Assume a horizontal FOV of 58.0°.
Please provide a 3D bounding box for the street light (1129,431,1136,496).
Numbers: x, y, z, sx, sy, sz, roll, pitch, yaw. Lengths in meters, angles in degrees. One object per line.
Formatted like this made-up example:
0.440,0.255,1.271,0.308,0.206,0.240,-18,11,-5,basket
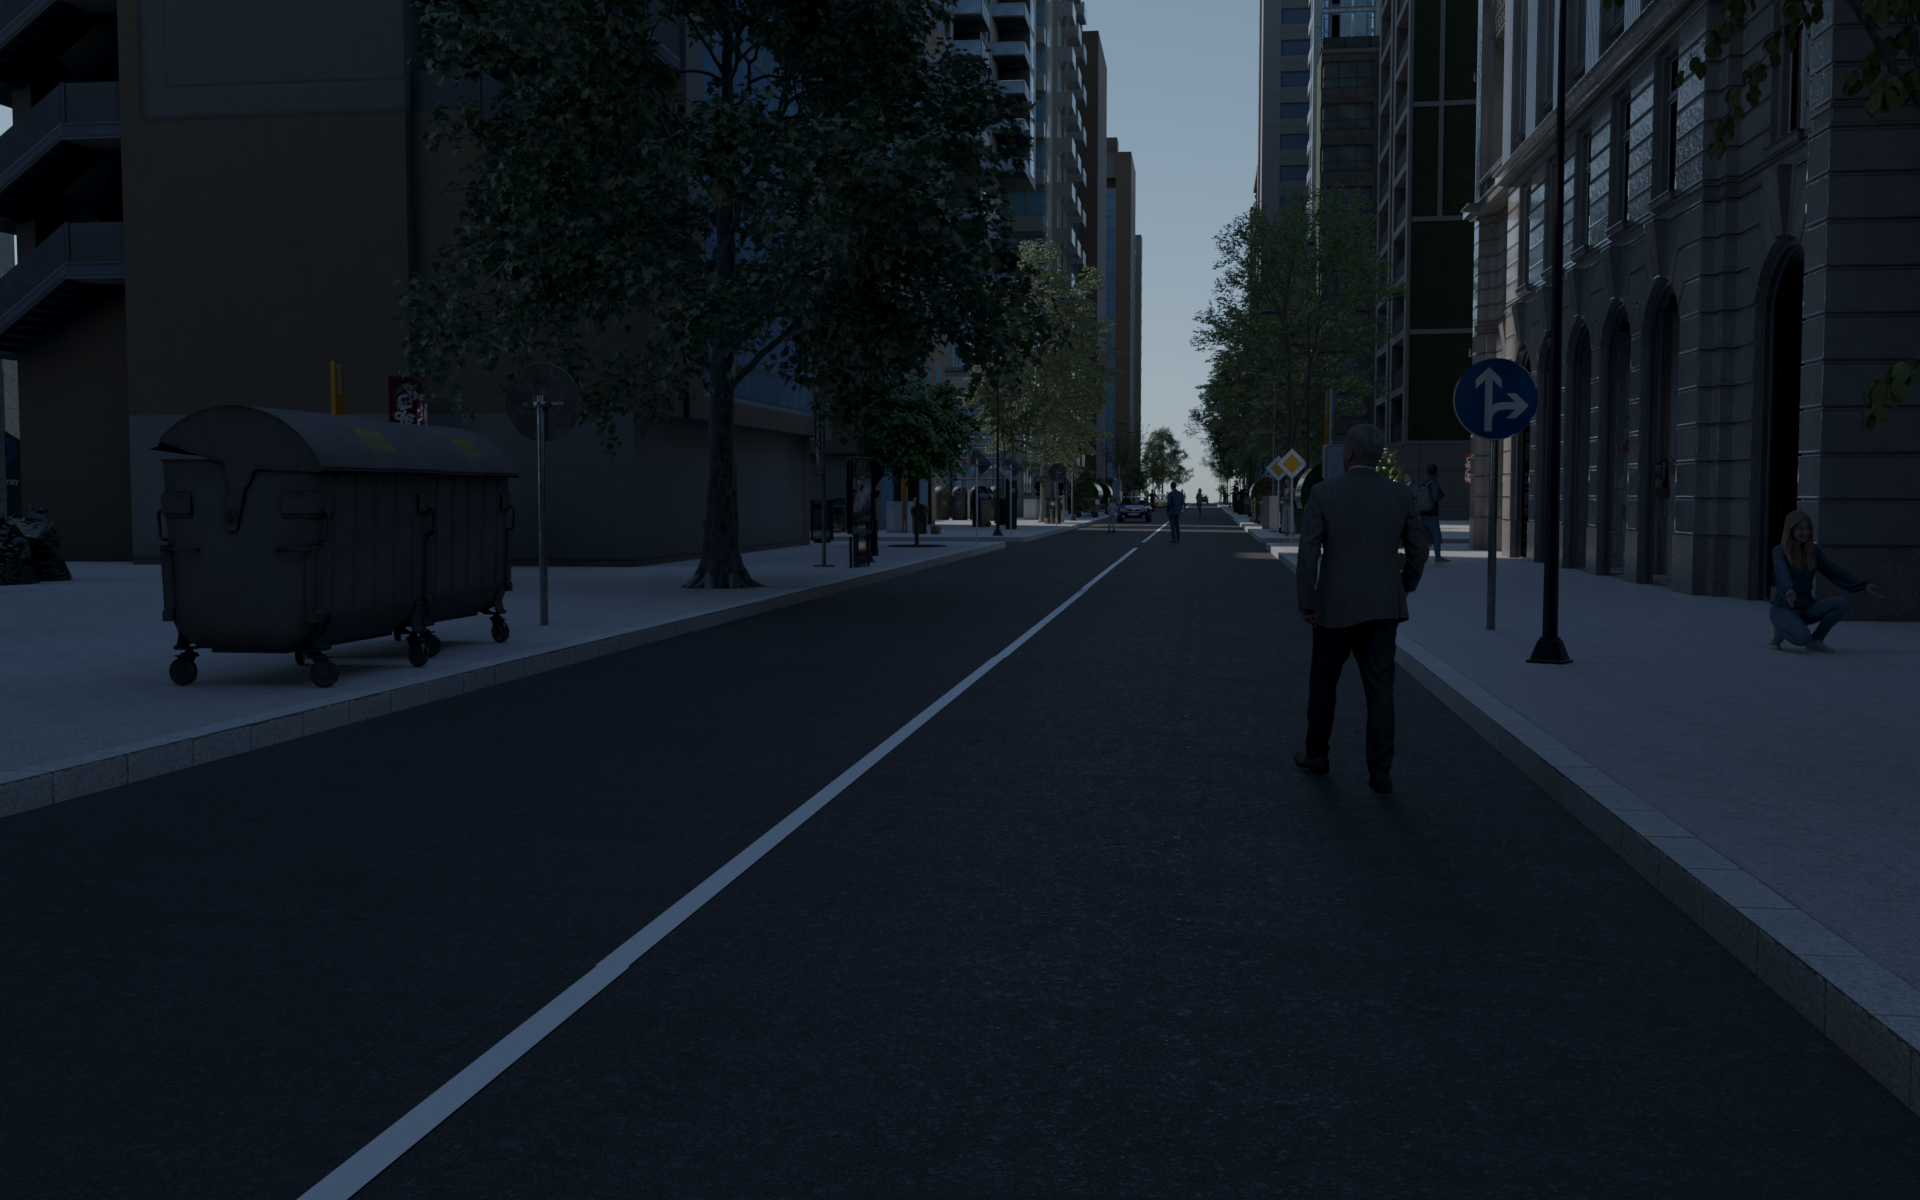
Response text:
12.258,-9.547,128.640,1.470,5.913,1.316,0,4,8,street light

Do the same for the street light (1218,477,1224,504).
22.001,-10.330,141.432,1.470,5.913,1.316,0,4,8,street light

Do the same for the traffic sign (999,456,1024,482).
1.539,-3.108,53.012,0.795,2.593,0.064,0,4,8,traffic sign

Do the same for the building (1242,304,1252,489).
48.216,-29.110,247.651,14.160,30.474,14.107,0,4,8,building

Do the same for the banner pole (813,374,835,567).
-2.446,-2.464,30.311,0.401,3.779,0.863,1,4,10,banner pole

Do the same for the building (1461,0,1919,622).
16.047,-11.353,27.425,13.314,21.916,24.055,0,4,8,building

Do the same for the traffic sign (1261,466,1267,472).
14.091,-4.835,79.157,0.768,2.556,0.104,1,4,13,traffic sign

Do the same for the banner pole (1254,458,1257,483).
20.244,-7.873,118.741,0.401,3.779,0.863,0,4,-1,banner pole

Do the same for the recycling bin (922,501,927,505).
-1.586,-2.908,60.099,0.722,1.027,0.722,1,4,14,recycling bin

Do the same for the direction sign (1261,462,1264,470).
21.161,-7.899,121.139,0.379,3.537,0.876,0,4,0,direction sign

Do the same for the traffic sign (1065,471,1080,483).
5.600,-5.327,86.836,0.795,2.593,0.064,1,4,11,traffic sign

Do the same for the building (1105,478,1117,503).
0.800,-30.264,186.704,32.217,40.220,23.993,0,4,8,building

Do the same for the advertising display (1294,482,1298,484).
18.654,-5.521,95.480,0.974,1.923,0.123,0,4,-3,advertising display

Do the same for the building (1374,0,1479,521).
30.137,-39.603,85.757,20.563,71.187,20.611,0,4,8,building

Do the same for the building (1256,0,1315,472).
41.757,-39.116,181.537,21.231,58.520,28.212,0,4,8,building

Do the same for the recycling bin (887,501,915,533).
-2.010,-2.775,57.922,0.722,1.027,0.722,1,4,16,recycling bin

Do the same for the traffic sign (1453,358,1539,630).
5.024,-0.991,16.311,0.768,2.556,0.104,1,4,12,traffic sign

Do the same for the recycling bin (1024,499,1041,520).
3.643,-4.514,86.351,0.722,1.027,0.722,2,4,30,recycling bin

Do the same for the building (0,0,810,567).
-11.343,-23.660,36.948,14.200,45.320,14.600,0,4,8,building

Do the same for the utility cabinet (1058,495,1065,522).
4.605,-4.143,78.899,0.306,1.237,1.020,0,4,5,utility cabinet

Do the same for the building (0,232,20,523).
-56.609,-46.384,71.051,31.000,86.520,22.319,0,4,8,building

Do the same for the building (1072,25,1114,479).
6.727,-31.582,166.470,14.600,45.320,14.200,0,4,8,building

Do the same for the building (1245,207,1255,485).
50.374,-37.373,261.161,14.600,45.320,14.200,0,4,8,building

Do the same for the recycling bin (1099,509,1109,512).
10.246,-6.820,124.063,0.722,1.027,0.722,3,4,39,recycling bin

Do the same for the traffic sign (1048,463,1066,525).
3.969,-4.341,71.084,0.768,2.556,0.104,1,4,16,traffic sign

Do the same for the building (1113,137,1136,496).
15.204,-34.977,221.990,14.600,45.320,14.200,0,4,8,building

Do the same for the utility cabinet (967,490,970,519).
0.756,-4.902,88.834,1.173,1.500,0.318,3,5,42,utility cabinet

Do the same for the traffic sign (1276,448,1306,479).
8.440,-2.555,43.961,0.795,2.593,0.064,0,4,8,traffic sign

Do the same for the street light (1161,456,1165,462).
24.032,-14.588,211.055,1.470,5.913,1.316,0,4,8,street light

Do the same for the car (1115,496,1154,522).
8.964,-4.669,88.916,1.945,1.354,3.894,0,4,7,car

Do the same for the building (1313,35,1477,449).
30.071,-20.848,112.569,14.160,30.474,14.107,0,4,8,building

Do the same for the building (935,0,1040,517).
-5.519,-48.708,109.040,22.319,86.520,31.000,0,4,8,building

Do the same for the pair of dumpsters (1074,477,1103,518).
7.006,-5.692,95.561,1.574,2.255,4.437,1,4,8,pair of dumpsters

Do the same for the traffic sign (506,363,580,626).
-4.064,-1.024,16.854,0.768,2.556,0.104,1,4,10,traffic sign

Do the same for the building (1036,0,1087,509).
-1.140,-32.105,144.533,23.786,49.044,30.456,0,4,8,building

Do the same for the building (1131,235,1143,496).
20.652,-35.645,266.384,14.154,41.232,14.086,0,4,8,building

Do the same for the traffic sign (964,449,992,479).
0.427,-2.625,45.104,0.795,2.593,0.064,0,4,8,traffic sign

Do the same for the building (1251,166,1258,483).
49.192,-34.911,225.420,22.147,44.769,28.867,0,4,8,building

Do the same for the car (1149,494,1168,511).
16.834,-8.230,144.778,2.015,1.641,3.980,1,4,9,car

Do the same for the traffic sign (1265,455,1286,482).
9.552,-3.038,51.869,0.795,2.593,0.064,0,4,8,traffic sign

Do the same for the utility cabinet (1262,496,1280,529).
11.414,-3.206,63.575,0.306,1.237,1.020,2,4,34,utility cabinet

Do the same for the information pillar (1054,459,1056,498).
5.949,-7.173,108.635,0.183,3.616,0.504,0,4,3,information pillar

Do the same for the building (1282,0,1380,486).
39.377,-51.256,150.711,22.319,86.520,31.000,0,4,8,building

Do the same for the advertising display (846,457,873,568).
-1.760,-1.537,30.340,0.123,1.923,0.974,1,4,18,advertising display

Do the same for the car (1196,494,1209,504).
36.075,-15.020,257.570,2.014,1.417,4.499,1,4,10,car

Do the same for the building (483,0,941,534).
-8.471,-25.475,66.624,14.600,45.320,14.200,0,4,8,building
